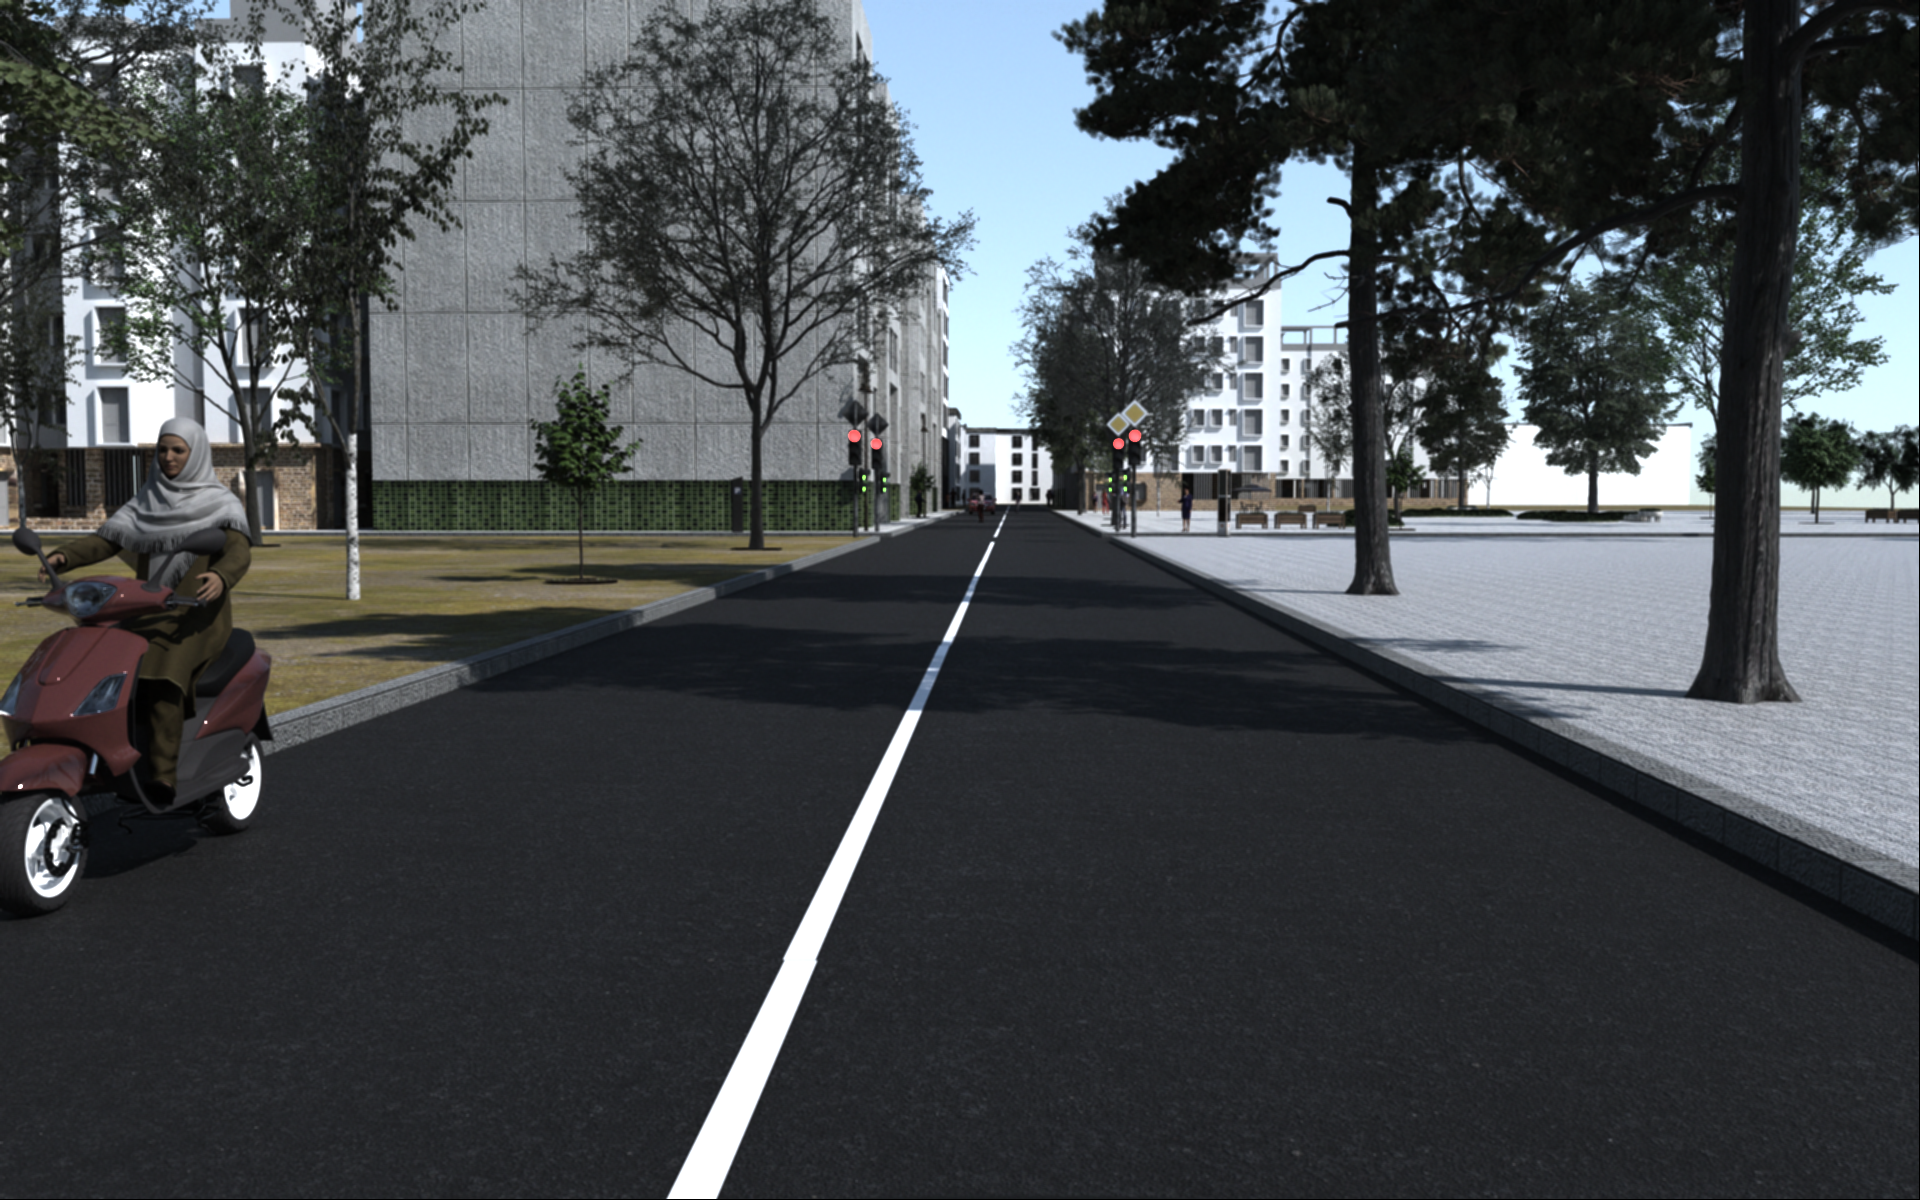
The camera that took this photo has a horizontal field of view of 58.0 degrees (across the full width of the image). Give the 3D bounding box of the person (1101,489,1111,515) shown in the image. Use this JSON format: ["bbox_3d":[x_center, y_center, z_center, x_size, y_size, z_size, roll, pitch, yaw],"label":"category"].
[{"bbox_3d":[8.964,-6.048,106.640,0.444,1.614,0.593,-2,4,-31],"label":"person"}]

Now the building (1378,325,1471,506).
[{"bbox_3d":[51.384,-21.027,200.206,11.380,20.091,16.016,0,4,2],"label":"building"}]

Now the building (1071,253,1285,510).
[{"bbox_3d":[17.093,-17.366,140.360,16.016,20.091,11.380,0,4,2],"label":"building"}]

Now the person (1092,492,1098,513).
[{"bbox_3d":[9.216,-6.654,118.072,0.421,1.427,0.697,0,4,8],"label":"person"}]

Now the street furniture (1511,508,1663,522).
[{"bbox_3d":[30.176,-4.114,82.886,5.734,0.657,10.072,1,4,10],"label":"street furniture"}]

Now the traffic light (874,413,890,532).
[{"bbox_3d":[-2.812,-4.270,59.063,0.839,4.213,0.868,0,4,2],"label":"traffic light"}]

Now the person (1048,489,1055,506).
[{"bbox_3d":[9.386,-10.541,178.253,0.709,1.838,0.599,0,4,3],"label":"person"}]

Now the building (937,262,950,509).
[{"bbox_3d":[-15.481,-18.791,151.214,27.936,21.610,32.646,0,4,2],"label":"building"}]

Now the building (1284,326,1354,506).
[{"bbox_3d":[40.010,-21.050,200.582,11.380,20.091,16.016,0,4,2],"label":"building"}]

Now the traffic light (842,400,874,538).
[{"bbox_3d":[-3.065,-3.782,51.082,0.839,4.213,0.868,0,4,2],"label":"traffic light"}]

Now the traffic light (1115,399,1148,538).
[{"bbox_3d":[5.092,-3.767,50.840,0.839,4.213,0.868,0,4,2],"label":"traffic light"}]

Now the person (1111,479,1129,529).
[{"bbox_3d":[5.840,-3.534,63.688,0.599,1.838,0.709,-3,4,-38],"label":"person"}]

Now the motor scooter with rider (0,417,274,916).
[{"bbox_3d":[-3.155,0.139,6.689,0.876,1.779,1.986,0,4,2],"label":"motor scooter with rider"}]

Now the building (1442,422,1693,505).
[{"bbox_3d":[71.638,-16.015,203.984,28.070,9.664,9.099,0,4,2],"label":"building"}]

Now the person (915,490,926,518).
[{"bbox_3d":[-2.085,-5.125,92.533,0.600,1.496,0.574,-1,4,-9],"label":"person"}]

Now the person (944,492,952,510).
[{"bbox_3d":[-1.018,-8.135,142.304,0.557,1.426,1.065,-3,5,-39],"label":"person"}]

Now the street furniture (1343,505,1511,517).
[{"bbox_3d":[25.831,-4.987,97.156,10.072,0.657,5.734,-1,4,-8],"label":"street furniture"}]

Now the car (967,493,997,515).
[{"bbox_3d":[1.528,-6.879,121.519,2.155,1.783,4.494,0,3,0],"label":"car"}]

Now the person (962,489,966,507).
[{"bbox_3d":[0.370,-10.322,175.355,0.434,1.755,0.990,0,4,4],"label":"person"}]

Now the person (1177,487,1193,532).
[{"bbox_3d":[7.639,-3.079,58.759,0.453,1.535,0.546,1,4,17],"label":"person"}]

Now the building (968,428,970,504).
[{"bbox_3d":[-13.311,-16.139,206.020,28.070,9.664,9.099,0,4,2],"label":"building"}]

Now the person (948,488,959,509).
[{"bbox_3d":[-0.623,-8.938,152.149,1.348,1.831,0.705,2,4,29],"label":"person"}]

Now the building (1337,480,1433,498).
[{"bbox_3d":[60.804,-17.106,221.830,28.070,9.664,9.099,0,4,2],"label":"building"}]

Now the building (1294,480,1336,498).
[{"bbox_3d":[32.709,-17.085,221.494,28.070,9.664,9.099,0,4,2],"label":"building"}]

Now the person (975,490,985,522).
[{"bbox_3d":[1.002,-4.749,87.608,0.517,1.644,0.566,1,4,9],"label":"person"}]

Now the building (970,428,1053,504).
[{"bbox_3d":[4.669,-17.170,222.874,28.070,9.664,9.099,0,4,2],"label":"building"}]

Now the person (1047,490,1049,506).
[{"bbox_3d":[9.449,-10.766,182.882,0.721,1.723,1.217,0,4,-1],"label":"person"}]

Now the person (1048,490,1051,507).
[{"bbox_3d":[9.169,-10.321,175.507,0.721,1.743,1.217,0,4,3],"label":"person"}]

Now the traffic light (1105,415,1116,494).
[{"bbox_3d":[5.345,-4.255,58.821,0.839,4.213,0.868,0,4,2],"label":"traffic light"}]

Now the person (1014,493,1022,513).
[{"bbox_3d":[4.281,-7.234,128.981,0.569,1.553,0.471,-3,4,-38],"label":"person"}]

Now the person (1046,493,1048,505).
[{"bbox_3d":[10.729,-12.441,209.987,0.617,1.759,0.750,0,4,5],"label":"person"}]

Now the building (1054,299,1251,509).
[{"bbox_3d":[17.822,-18.100,162.390,16.747,18.905,31.486,0,4,2],"label":"building"}]

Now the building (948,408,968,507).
[{"bbox_3d":[-4.402,-14.692,182.358,9.099,9.664,28.070,0,4,2],"label":"building"}]
